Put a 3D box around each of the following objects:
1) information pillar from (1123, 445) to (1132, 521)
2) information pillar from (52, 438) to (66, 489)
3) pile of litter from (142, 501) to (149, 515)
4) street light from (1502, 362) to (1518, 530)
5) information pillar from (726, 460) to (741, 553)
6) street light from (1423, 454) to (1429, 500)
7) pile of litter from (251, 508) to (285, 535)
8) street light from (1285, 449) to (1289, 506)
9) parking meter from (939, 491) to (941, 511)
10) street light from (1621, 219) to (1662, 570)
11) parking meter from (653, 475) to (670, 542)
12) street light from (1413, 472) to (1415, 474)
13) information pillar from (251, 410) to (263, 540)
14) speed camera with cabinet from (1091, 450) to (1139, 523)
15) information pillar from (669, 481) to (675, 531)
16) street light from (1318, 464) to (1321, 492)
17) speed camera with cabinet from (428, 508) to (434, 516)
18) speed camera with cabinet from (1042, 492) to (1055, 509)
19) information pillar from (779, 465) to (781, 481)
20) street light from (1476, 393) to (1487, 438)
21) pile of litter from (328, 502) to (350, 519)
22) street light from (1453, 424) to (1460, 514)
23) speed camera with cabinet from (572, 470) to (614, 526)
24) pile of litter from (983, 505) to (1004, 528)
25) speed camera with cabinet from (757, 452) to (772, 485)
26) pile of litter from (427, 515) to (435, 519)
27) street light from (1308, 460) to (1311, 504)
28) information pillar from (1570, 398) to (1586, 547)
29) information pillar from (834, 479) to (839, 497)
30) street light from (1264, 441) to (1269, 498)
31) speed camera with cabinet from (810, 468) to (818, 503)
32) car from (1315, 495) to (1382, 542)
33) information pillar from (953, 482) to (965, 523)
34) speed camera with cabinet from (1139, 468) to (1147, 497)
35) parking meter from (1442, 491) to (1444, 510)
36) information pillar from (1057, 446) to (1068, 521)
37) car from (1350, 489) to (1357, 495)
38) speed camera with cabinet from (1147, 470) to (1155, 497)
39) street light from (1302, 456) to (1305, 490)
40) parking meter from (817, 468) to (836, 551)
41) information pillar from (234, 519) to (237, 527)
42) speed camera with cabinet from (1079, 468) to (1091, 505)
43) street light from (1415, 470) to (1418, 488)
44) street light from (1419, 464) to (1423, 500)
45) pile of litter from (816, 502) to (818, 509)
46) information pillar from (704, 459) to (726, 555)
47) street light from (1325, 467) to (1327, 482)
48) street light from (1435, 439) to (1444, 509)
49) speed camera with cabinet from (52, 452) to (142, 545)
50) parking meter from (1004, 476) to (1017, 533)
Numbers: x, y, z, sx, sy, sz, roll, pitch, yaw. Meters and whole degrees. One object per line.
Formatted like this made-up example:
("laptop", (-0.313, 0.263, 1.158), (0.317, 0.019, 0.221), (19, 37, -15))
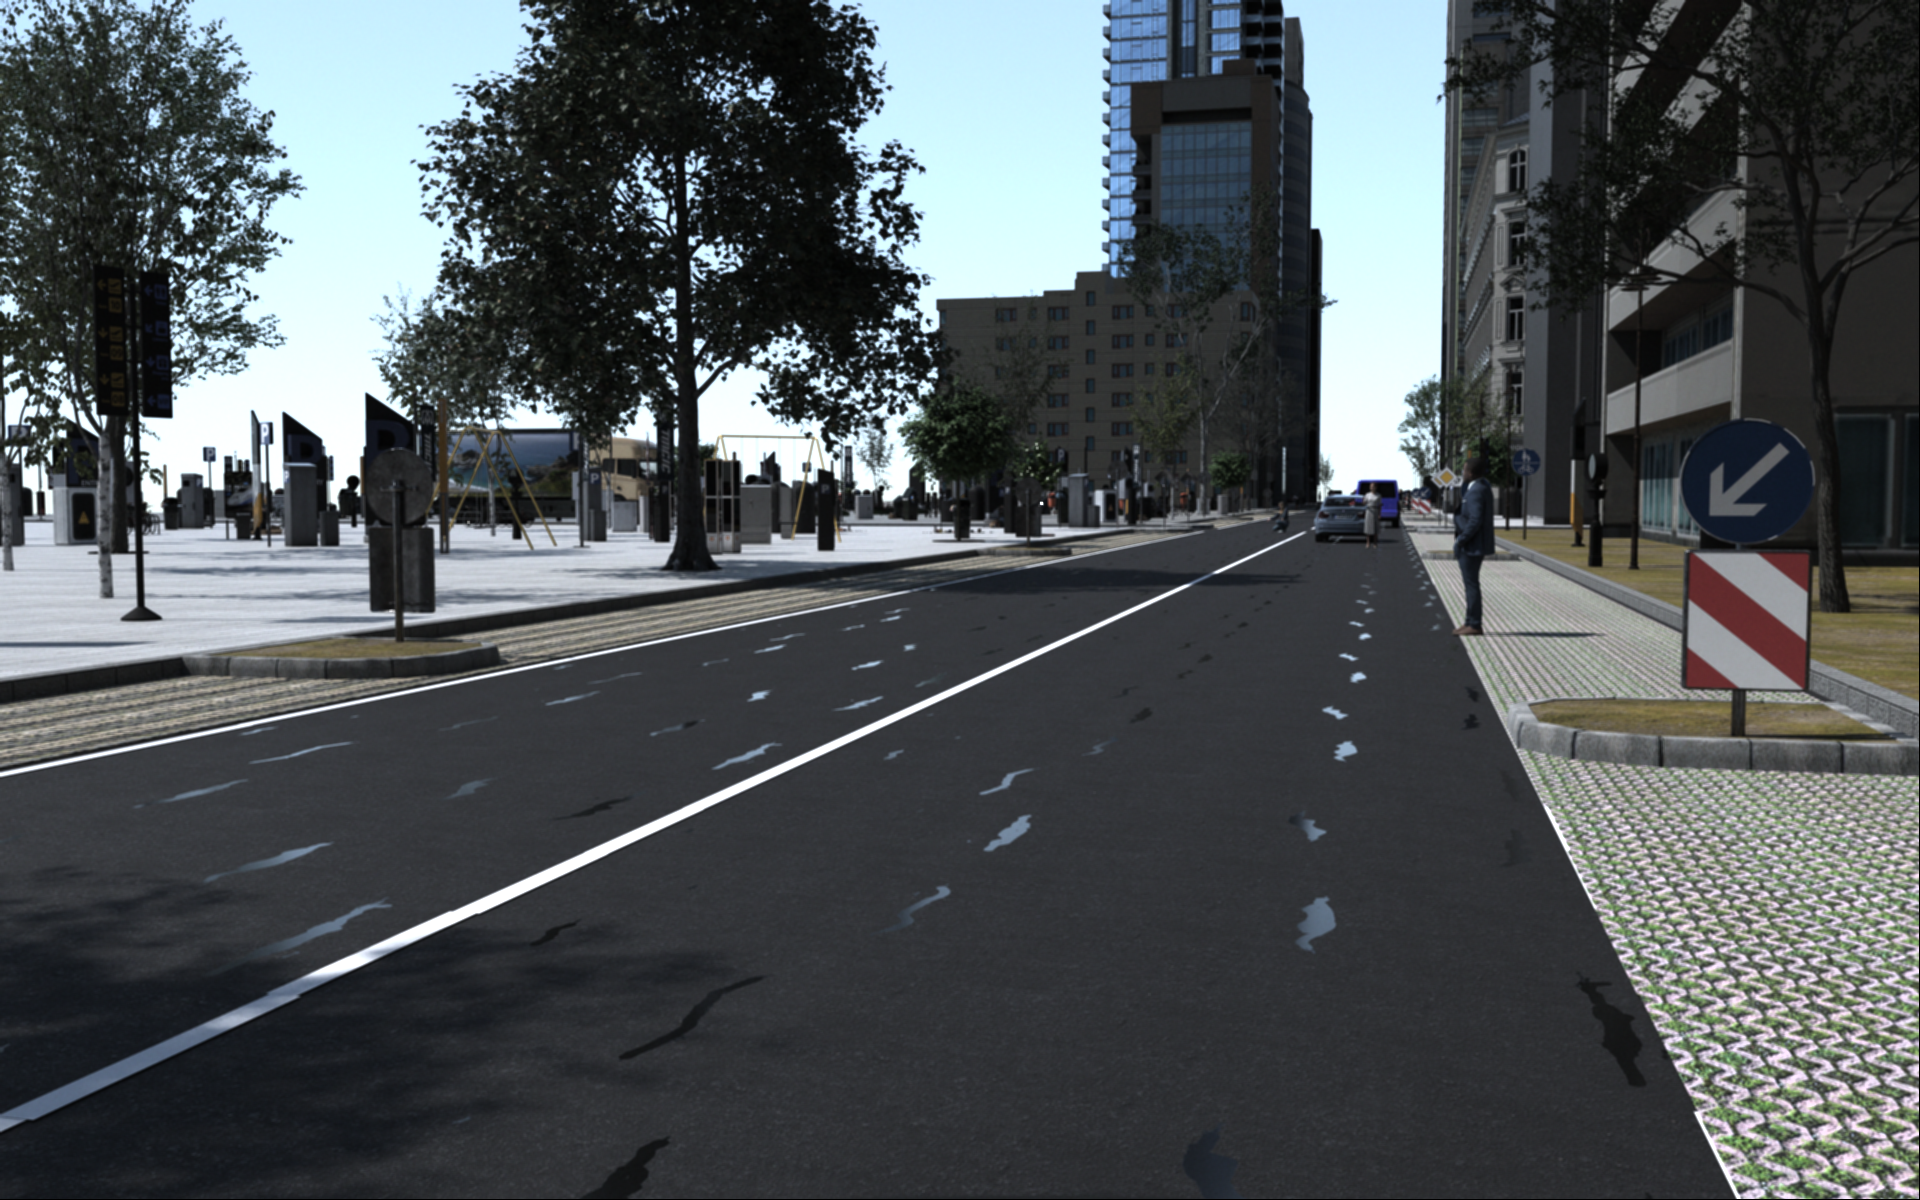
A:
("information pillar", (8.084, -5.626, 83.332), (0.183, 3.616, 0.504), (-2, 4, -32))
("information pillar", (-36.906, -4.872, 71.006), (0.504, 3.616, 0.183), (0, 4, -5))
("pile of litter", (-48.790, -5.451, 103.081), (1.719, 0.858, 1.176), (3, 4, 36))
("street light", (19.321, -5.393, 60.961), (0.468, 5.910, 1.993), (1, 4, 14))
("information pillar", (-4.954, -2.020, 37.521), (0.304, 2.012, 0.304), (2, 4, 28))
("street light", (49.968, -12.967, 184.805), (0.468, 5.910, 1.993), (1, 4, 14))
("pile of litter", (-22.023, -2.504, 54.901), (1.719, 0.858, 1.176), (-2, 4, -30))
("street light", (33.912, -12.641, 179.467), (0.468, 5.910, 1.993), (1, 4, 14))
("parking meter", (-1.375, -7.386, 129.176), (0.372, 1.533, 0.369), (0, 3, 0))
("street light", (11.487, -3.459, 29.341), (0.468, 5.910, 1.993), (1, 4, 14))
("parking meter", (-7.953, -2.473, 46.144), (0.255, 1.863, 0.399), (3, 4, 38))
("street light", (69.993, -17.905, 265.531), (0.468, 5.910, 1.993), (1, 4, 14))
("information pillar", (-19.534, -3.470, 48.090), (0.183, 3.616, 0.504), (-3, 5, -41))
("speed camera with cabinet", (6.988, -5.118, 78.008), (2.038, 3.252, 0.660), (-3, 5, -41))
("information pillar", (-10.247, -3.453, 60.944), (0.304, 2.012, 0.304), (1, 4, 19))
("street light", (54.114, -17.607, 260.665), (0.468, 5.910, 1.993), (1, 4, 14))
("speed camera with cabinet", (-31.827, -6.603, 102.292), (0.660, 3.252, 2.038), (-3, 5, -44))
("speed camera with cabinet", (7.451, -9.332, 146.918), (2.038, 3.252, 0.660), (2, 4, 25))
("information pillar", (-14.668, -9.085, 139.894), (0.504, 3.616, 0.183), (1, 4, 20))
("street light", (23.761, -6.501, 79.077), (0.468, 5.910, 1.993), (1, 4, 14))
("pile of litter", (-32.476, -4.657, 90.099), (1.719, 0.858, 1.176), (3, 5, 44))
("street light", (31.714, -8.444, 110.852), (0.468, 5.910, 1.993), (1, 4, 14))
("speed camera with cabinet", (-14.481, -4.528, 68.362), (0.660, 3.252, 2.038), (2, 4, 23))
("pile of litter", (1.633, -3.174, 65.867), (1.719, 0.858, 1.176), (1, 4, 18))
("speed camera with cabinet", (-9.835, -5.305, 81.067), (2.038, 3.252, 0.660), (0, 4, -3))
("pile of litter", (-28.377, -4.696, 90.752), (1.719, 0.858, 1.176), (1, 4, 23))
("street light", (46.229, -15.674, 229.058), (0.468, 5.910, 1.993), (1, 4, 14))
("information pillar", (15.055, -3.109, 42.181), (0.504, 3.616, 0.183), (-3, 5, -42))
("information pillar", (-6.093, -4.879, 84.267), (0.304, 2.012, 0.304), (1, 4, 19))
("street light", (26.088, -10.707, 147.844), (0.468, 5.910, 1.993), (1, 4, 14))
("speed camera with cabinet", (-11.451, -8.287, 129.822), (2.038, 3.252, 0.660), (-2, 4, -27))
("car", (11.808, -2.495, 52.801), (2.014, 1.417, 4.499), (1, 4, 16))
("information pillar", (-0.053, -5.155, 75.631), (0.504, 3.616, 0.183), (0, 4, -7))
("speed camera with cabinet", (12.868, -8.335, 130.614), (2.038, 3.252, 0.660), (2, 4, 33))
("parking meter", (37.938, -7.781, 135.627), (0.372, 1.533, 0.369), (0, 3, 0))
("information pillar", (4.962, -5.644, 83.628), (0.504, 3.616, 0.183), (0, 4, 7))
("car", (28.402, -6.888, 121.294), (2.281, 1.827, 5.304), (1, 4, 16))
("speed camera with cabinet", (14.634, -8.871, 139.382), (2.038, 3.252, 0.660), (-1, 4, -18))
("street light", (41.987, -14.620, 211.826), (0.468, 5.910, 1.993), (1, 4, 14))
("parking meter", (-3.015, -2.049, 39.215), (0.399, 1.863, 0.255), (0, 4, 4))
("information pillar", (-27.787, -3.806, 66.725), (0.304, 2.012, 0.304), (-1, 4, -9))
("speed camera with cabinet", (9.496, -8.351, 130.869), (2.038, 3.252, 0.660), (-2, 4, -29))
("street light", (61.907, -15.919, 233.055), (0.468, 5.910, 1.993), (1, 4, 14))
("street light", (57.820, -14.901, 216.421), (0.468, 5.910, 1.993), (1, 4, 14))
("pile of litter", (-9.015, -5.750, 107.984), (1.719, 0.858, 1.176), (-3, 5, -43))
("information pillar", (-5.207, -1.964, 36.606), (0.304, 2.012, 0.304), (1, 4, 10))
("street light", (61.891, -19.564, 292.661), (0.468, 5.910, 1.993), (1, 4, 14))
("street light", (39.539, -10.378, 142.474), (0.468, 5.910, 1.993), (1, 4, 14))
("speed camera with cabinet", (-22.196, -3.063, 44.414), (0.660, 3.252, 2.038), (2, 4, 25))
("parking meter", (1.653, -3.111, 56.579), (0.255, 1.863, 0.399), (-3, 5, -43))
